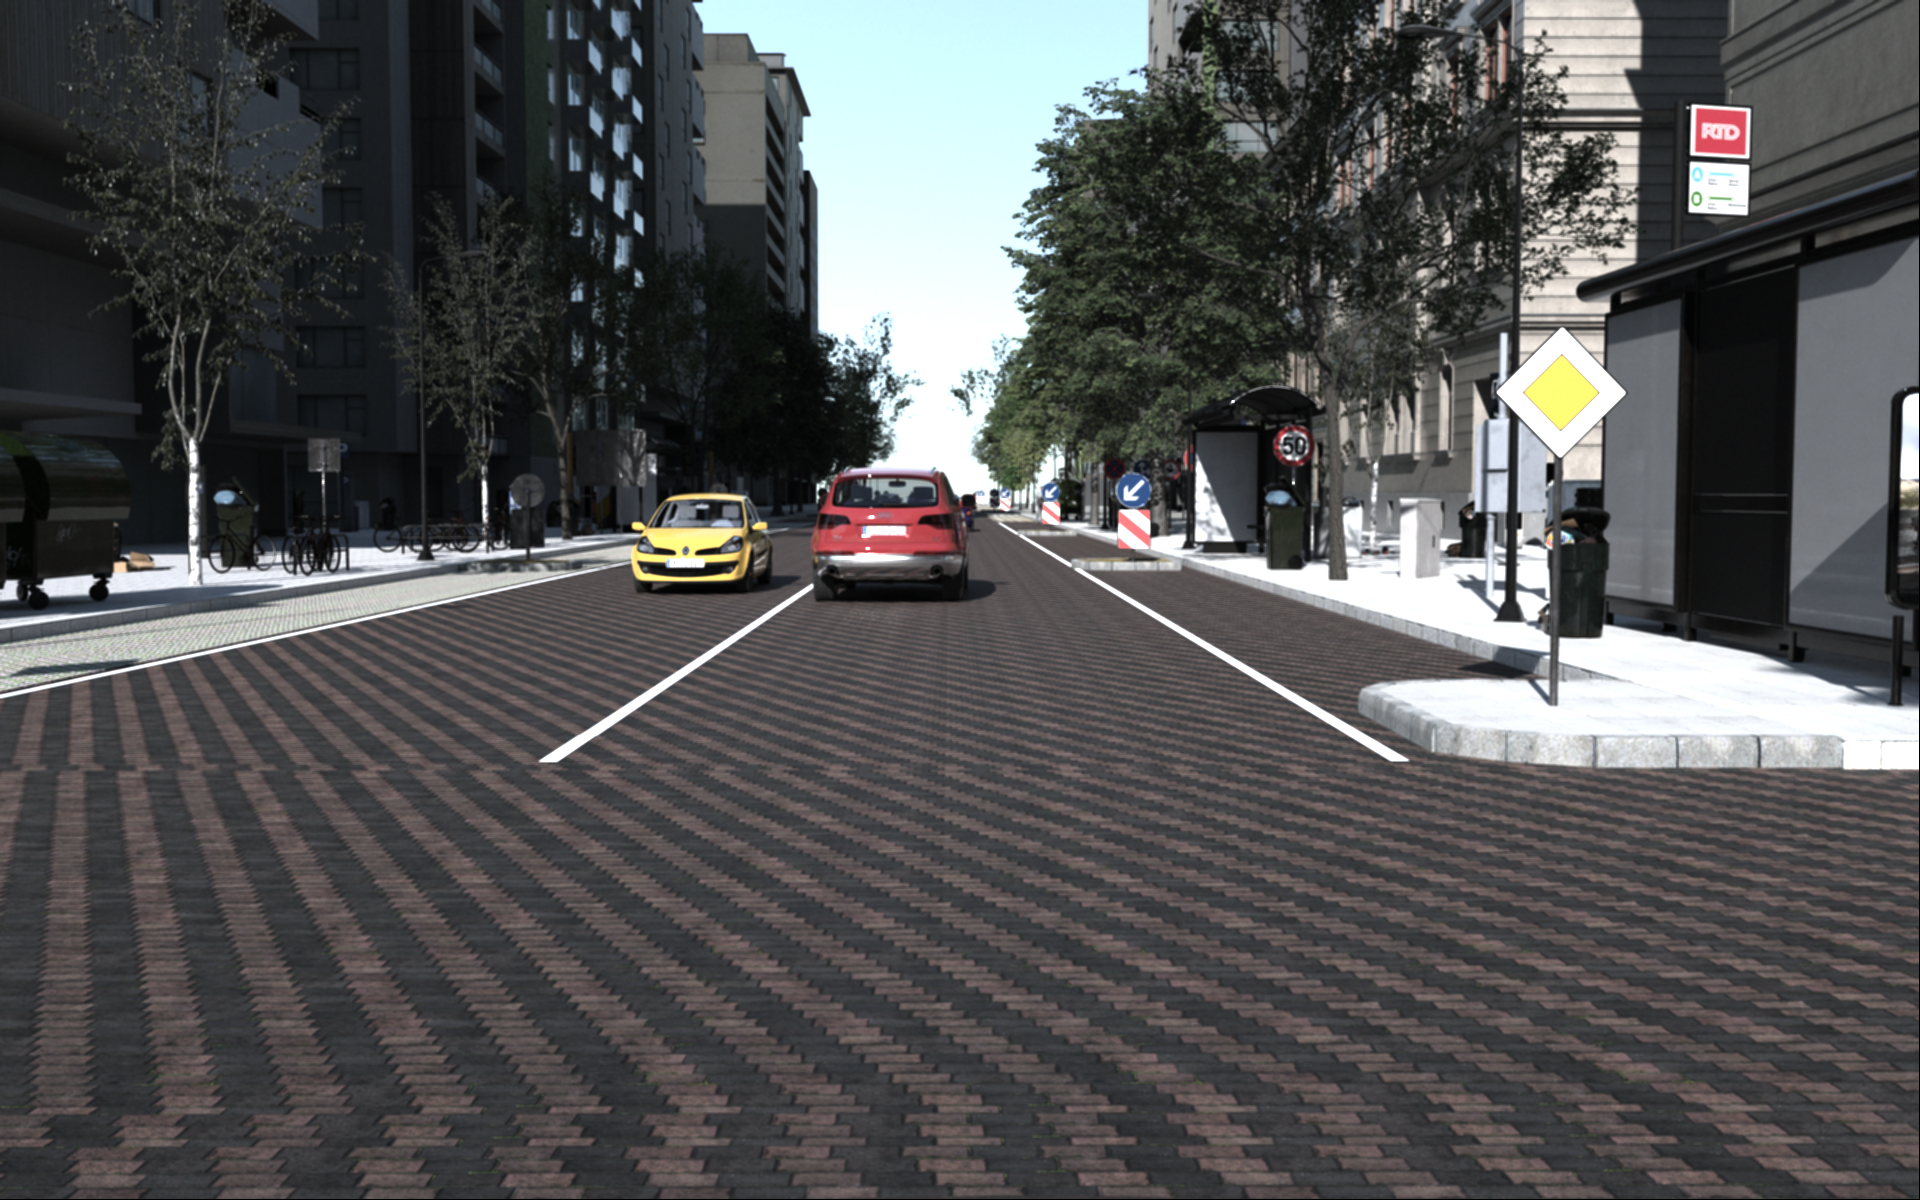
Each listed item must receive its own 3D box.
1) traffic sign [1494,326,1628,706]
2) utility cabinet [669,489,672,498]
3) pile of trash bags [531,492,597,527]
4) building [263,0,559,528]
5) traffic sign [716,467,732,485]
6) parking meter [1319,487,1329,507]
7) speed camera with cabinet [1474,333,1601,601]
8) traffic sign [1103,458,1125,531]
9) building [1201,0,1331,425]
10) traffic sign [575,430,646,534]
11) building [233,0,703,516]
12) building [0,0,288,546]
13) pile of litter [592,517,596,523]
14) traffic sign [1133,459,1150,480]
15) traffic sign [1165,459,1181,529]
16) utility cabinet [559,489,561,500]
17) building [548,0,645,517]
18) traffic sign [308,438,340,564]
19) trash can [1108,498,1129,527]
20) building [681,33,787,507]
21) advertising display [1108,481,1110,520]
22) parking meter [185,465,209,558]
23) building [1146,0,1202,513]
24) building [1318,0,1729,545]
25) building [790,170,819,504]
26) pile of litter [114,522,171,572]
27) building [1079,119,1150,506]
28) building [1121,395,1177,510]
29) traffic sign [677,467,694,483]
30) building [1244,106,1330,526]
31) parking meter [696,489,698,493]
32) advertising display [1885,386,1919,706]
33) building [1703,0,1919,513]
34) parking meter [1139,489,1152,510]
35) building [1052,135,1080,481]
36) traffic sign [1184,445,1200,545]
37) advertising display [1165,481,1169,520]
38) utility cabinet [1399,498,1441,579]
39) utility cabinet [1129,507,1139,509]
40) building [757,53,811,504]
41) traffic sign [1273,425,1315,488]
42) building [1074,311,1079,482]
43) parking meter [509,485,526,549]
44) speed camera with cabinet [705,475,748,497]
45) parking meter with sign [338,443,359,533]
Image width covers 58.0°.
[{"bbox_3d":[3.594,-0.415,10.435,0.795,2.450,0.064,0,4,0],"label":"traffic sign"},{"bbox_3d":[-12.875,-4.356,79.898,1.173,1.500,0.318,2,4,30],"label":"utility cabinet"},{"bbox_3d":[-15.659,-3.545,67.713,3.447,1.369,1.912,0,4,8],"label":"pile of trash bags"},{"bbox_3d":[-25.034,-23.624,69.853,14.154,41.232,14.086,0,4,0],"label":"building"},{"bbox_3d":[-11.129,-4.985,81.611,0.768,2.556,0.104,0,4,1],"label":"traffic sign"},{"bbox_3d":[12.408,-3.088,58.899,0.372,1.533,0.369,0,3,0],"label":"parking meter"},{"bbox_3d":[7.229,-1.625,20.904,0.660,3.252,2.038,-2,4,-35],"label":"speed camera with cabinet"},{"bbox_3d":[5.393,-3.701,60.615,0.768,2.556,0.104,0,3,0],"label":"traffic sign"},{"bbox_3d":[19.974,-25.129,94.447,14.154,41.232,14.086,0,4,0],"label":"building"},{"bbox_3d":[-11.054,-3.730,54.853,2.265,3.308,0.079,0,4,4],"label":"traffic sign"},{"bbox_3d":[-34.066,-33.066,129.860,28.713,52.752,27.495,0,4,0],"label":"building"},{"bbox_3d":[-31.173,-27.363,36.625,28.713,52.752,27.495,0,4,0],"label":"building"},{"bbox_3d":[-15.713,-3.783,75.825,1.719,0.858,1.176,1,4,22],"label":"pile of litter"},{"bbox_3d":[6.745,-3.889,63.697,0.768,2.556,0.104,0,4,2],"label":"traffic sign"},{"bbox_3d":[7.719,-3.888,63.671,0.768,2.556,0.104,0,3,0],"label":"traffic sign"},{"bbox_3d":[-19.292,-4.559,83.215,1.173,1.500,0.318,0,4,3],"label":"utility cabinet"},{"bbox_3d":[-30.996,-29.414,100.521,23.786,49.044,30.456,0,4,0],"label":"building"},{"bbox_3d":[-11.680,-1.816,31.817,0.606,2.300,0.079,0,4,7],"label":"traffic sign"},{"bbox_3d":[6.073,-3.401,67.256,0.748,1.137,0.748,0,3,0],"label":"trash can"},{"bbox_3d":[-30.473,-34.458,187.091,21.300,48.544,21.600,0,4,0],"label":"building"},{"bbox_3d":[7.720,-4.864,84.743,0.974,1.923,0.123,0,4,1],"label":"advertising display"},{"bbox_3d":[-15.211,-1.762,34.513,0.399,1.863,0.255,-1,4,-23],"label":"parking meter"},{"bbox_3d":[27.255,-32.150,114.886,28.713,52.752,27.495,0,4,0],"label":"building"},{"bbox_3d":[20.067,-16.307,54.012,14.401,28.519,23.554,0,4,0],"label":"building"},{"bbox_3d":[-26.487,-35.671,233.324,14.600,45.320,14.200,0,4,0],"label":"building"},{"bbox_3d":[-13.989,-0.909,28.829,1.719,0.858,1.176,-3,5,-43],"label":"pile of litter"},{"bbox_3d":[20.125,-31.104,192.152,14.154,41.232,14.086,0,4,0],"label":"building"},{"bbox_3d":[29.538,-27.499,141.483,32.217,40.220,23.993,0,4,0],"label":"building"},{"bbox_3d":[-12.421,-4.784,78.328,0.768,2.556,0.104,0,4,3],"label":"traffic sign"},{"bbox_3d":[18.803,-12.908,75.673,10.561,19.102,19.286,0,4,0],"label":"building"},{"bbox_3d":[-12.259,-4.477,81.618,0.372,1.533,0.369,0,3,0],"label":"parking meter"},{"bbox_3d":[6.096,-0.315,10.368,0.974,1.923,0.123,1,4,14],"label":"advertising display"},{"bbox_3d":[28.741,-11.754,25.469,30.059,22.955,16.112,0,4,0],"label":"building"},{"bbox_3d":[5.394,-2.573,50.484,0.372,1.533,0.369,0,3,0],"label":"parking meter"},{"bbox_3d":[24.510,-37.302,229.491,23.786,49.044,30.456,0,4,0],"label":"building"},{"bbox_3d":[5.976,-2.645,43.344,0.768,2.556,0.104,0,4,1],"label":"traffic sign"},{"bbox_3d":[10.035,-4.869,84.827,0.123,1.923,0.974,3,4,37],"label":"advertising display"},{"bbox_3d":[7.081,-0.945,26.616,0.306,1.237,1.020,2,4,35],"label":"utility cabinet"},{"bbox_3d":[6.152,-2.862,57.962,1.020,1.237,0.306,-2,4,-28],"label":"utility cabinet"},{"bbox_3d":[-33.389,-38.105,212.250,28.713,52.752,27.495,0,4,0],"label":"building"},{"bbox_3d":[6.155,-1.948,31.961,0.768,2.556,0.104,1,4,8],"label":"traffic sign"},{"bbox_3d":[20.619,-26.645,207.347,14.160,30.474,14.107,0,4,0],"label":"building"},{"bbox_3d":[-10.302,-1.952,40.327,0.372,1.533,0.369,0,3,0],"label":"parking meter"},{"bbox_3d":[-11.387,-5.511,84.442,2.038,3.252,0.660,0,4,4],"label":"speed camera with cabinet"},{"bbox_3d":[-20.665,-3.801,58.413,0.543,3.016,1.738,-1,4,-9],"label":"parking meter with sign"}]
